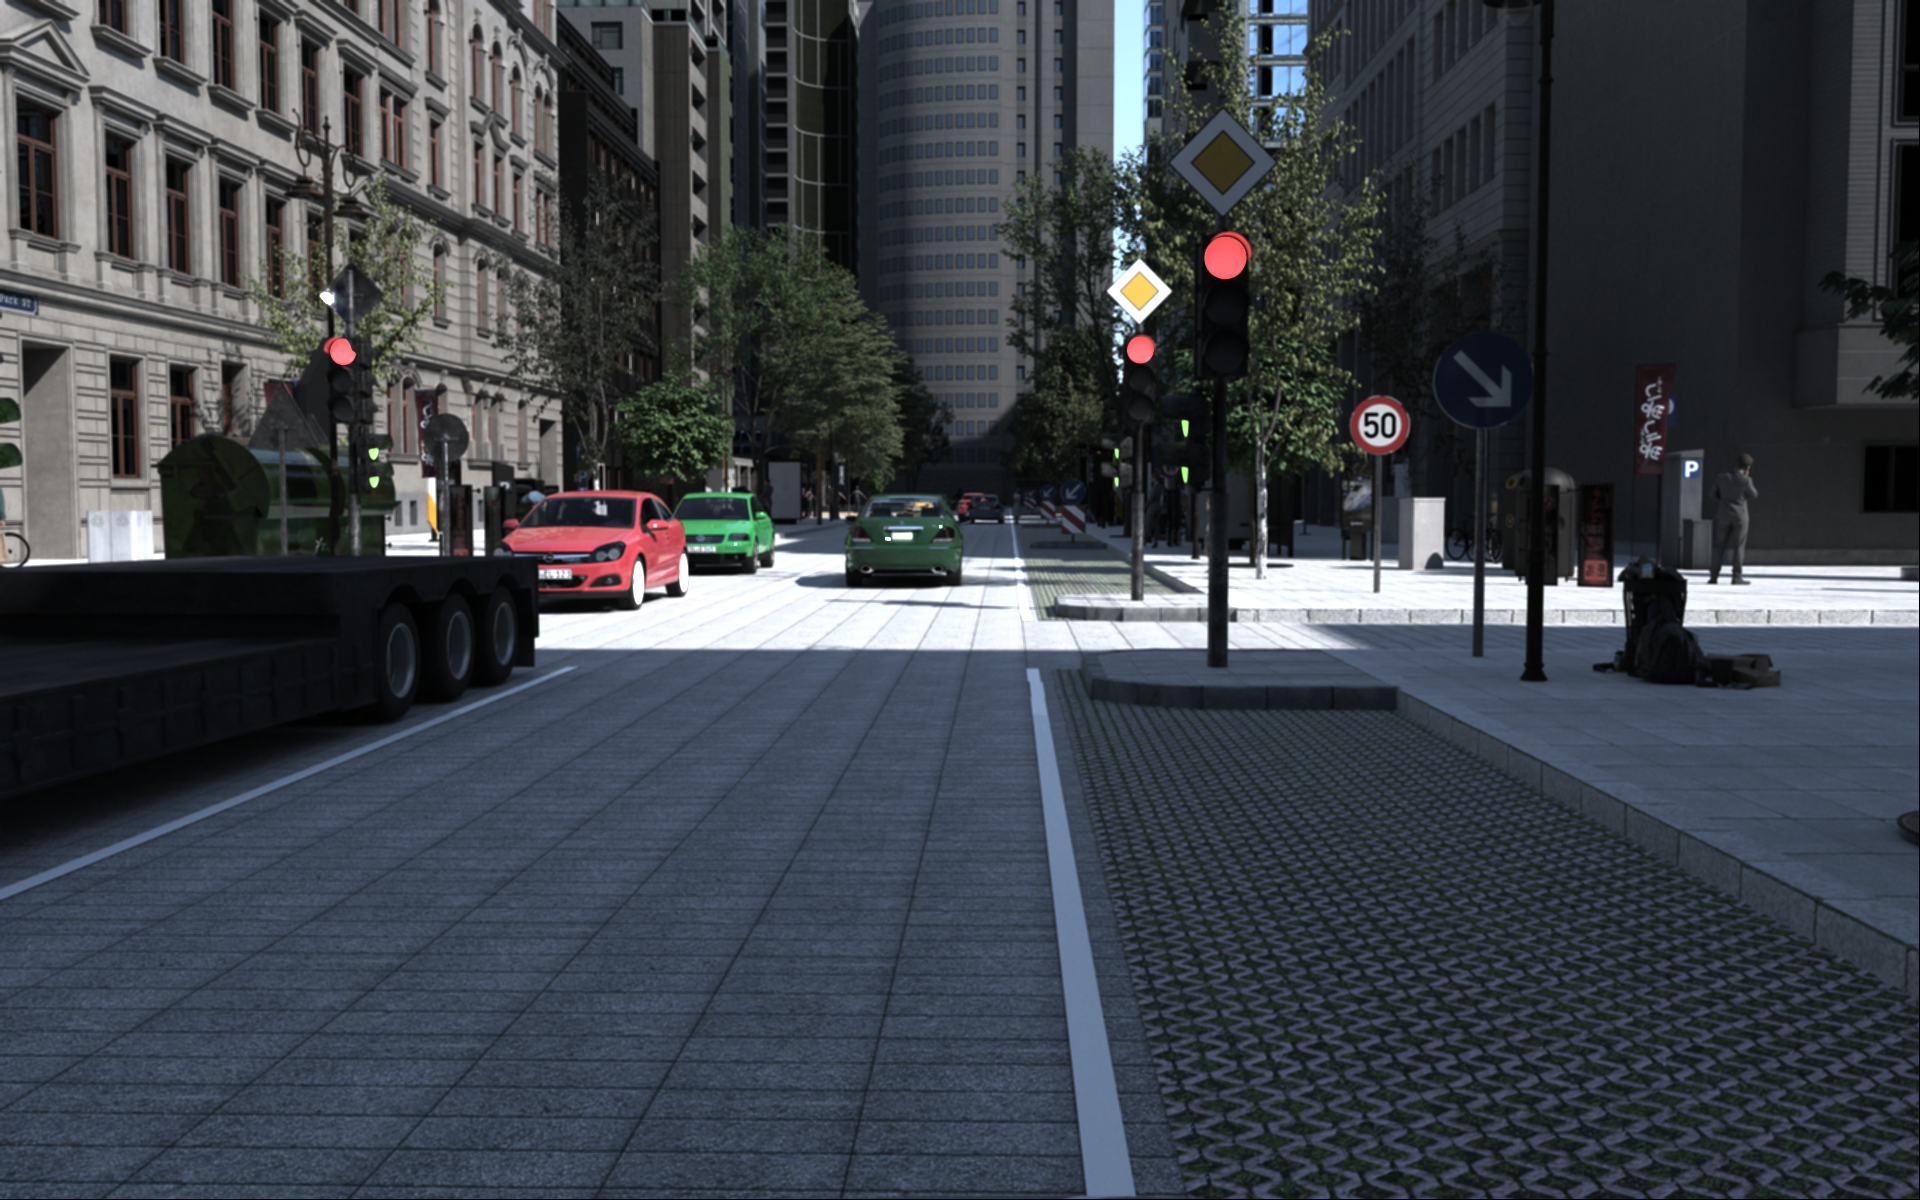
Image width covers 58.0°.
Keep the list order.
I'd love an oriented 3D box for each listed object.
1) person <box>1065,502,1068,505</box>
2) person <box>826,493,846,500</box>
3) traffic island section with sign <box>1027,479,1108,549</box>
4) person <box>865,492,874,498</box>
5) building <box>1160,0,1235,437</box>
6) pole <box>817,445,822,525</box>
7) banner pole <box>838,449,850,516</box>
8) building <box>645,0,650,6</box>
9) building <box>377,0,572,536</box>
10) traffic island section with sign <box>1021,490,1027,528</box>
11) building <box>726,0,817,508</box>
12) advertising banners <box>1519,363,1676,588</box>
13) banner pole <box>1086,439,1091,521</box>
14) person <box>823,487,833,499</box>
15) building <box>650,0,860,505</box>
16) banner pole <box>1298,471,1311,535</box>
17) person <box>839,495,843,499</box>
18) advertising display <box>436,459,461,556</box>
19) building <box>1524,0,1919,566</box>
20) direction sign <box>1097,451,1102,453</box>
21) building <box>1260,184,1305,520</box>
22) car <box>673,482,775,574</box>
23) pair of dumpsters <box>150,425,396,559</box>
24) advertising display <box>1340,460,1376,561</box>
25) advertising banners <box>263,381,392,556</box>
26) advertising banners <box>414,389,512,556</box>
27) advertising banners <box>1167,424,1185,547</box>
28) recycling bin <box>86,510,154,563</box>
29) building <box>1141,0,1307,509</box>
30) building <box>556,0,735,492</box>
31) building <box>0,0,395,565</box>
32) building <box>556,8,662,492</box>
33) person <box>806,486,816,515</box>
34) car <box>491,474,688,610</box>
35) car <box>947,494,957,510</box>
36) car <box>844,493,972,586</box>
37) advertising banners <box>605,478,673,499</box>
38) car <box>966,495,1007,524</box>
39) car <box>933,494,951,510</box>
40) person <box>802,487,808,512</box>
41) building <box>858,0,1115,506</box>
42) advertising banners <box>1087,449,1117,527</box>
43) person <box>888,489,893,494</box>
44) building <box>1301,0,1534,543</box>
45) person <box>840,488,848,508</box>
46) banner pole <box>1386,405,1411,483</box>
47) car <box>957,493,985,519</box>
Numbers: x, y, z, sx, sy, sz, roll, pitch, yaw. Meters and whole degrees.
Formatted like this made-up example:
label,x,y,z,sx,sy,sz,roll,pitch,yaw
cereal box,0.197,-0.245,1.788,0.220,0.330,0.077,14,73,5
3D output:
label,x,y,z,sx,sy,sz,roll,pitch,yaw
person,8.309,-7.753,133.607,0.445,1.727,0.742,-2,4,-30
person,-7.284,-5.808,101.709,1.217,1.736,0.721,0,4,8
traffic island section with sign,2.849,-2.265,45.661,1.989,1.847,2.006,0,4,2
person,-8.724,-9.939,168.627,1.350,1.814,0.705,1,4,18
building,31.699,-34.163,147.801,28.713,52.752,27.495,0,4,2
pole,-5.804,-4.752,71.531,0.158,3.312,0.155,0,3,0
banner pole,-6.176,-6.280,92.700,0.863,3.779,0.401,0,4,-3
building,-24.998,-41.735,120.616,20.563,71.187,20.611,0,4,2
building,-23.466,-16.845,62.801,14.401,28.519,23.554,0,4,2
traffic island section with sign,3.612,-3.972,73.564,1.989,1.847,2.006,0,4,2
building,-29.390,-51.291,151.284,31.000,86.520,22.319,0,4,2
advertising banners,8.744,-1.691,23.833,2.074,3.025,0.090,3,5,39
banner pole,5.831,-5.422,78.668,0.401,3.779,0.863,-1,4,-9
person,-8.592,-6.714,115.820,1.348,1.824,0.705,2,4,32
building,-22.551,-46.461,197.887,20.611,71.187,20.563,0,4,2
banner pole,10.961,-3.958,54.731,0.401,3.779,0.863,1,4,22
person,-9.043,-7.333,126.642,1.217,1.736,0.721,3,5,41
advertising display,-9.382,-1.626,31.797,0.123,1.923,0.974,-3,4,-37
building,28.788,-13.216,35.148,30.058,24.678,14.314,0,4,2
direction sign,7.074,-5.818,87.116,0.379,3.537,0.876,2,4,30
building,23.432,-13.420,86.871,16.820,18.784,16.811,0,4,2
car,-4.527,-1.445,32.415,1.959,1.807,4.718,0,4,0
pair of dumpsters,-8.980,-1.249,22.922,1.574,2.255,4.437,0,4,2
advertising display,7.710,-1.731,33.508,0.123,1.923,0.974,-2,4,-26
advertising banners,-9.839,-1.879,26.908,2.074,3.025,0.090,1,4,10
advertising banners,-8.243,-1.986,28.656,2.074,3.025,0.090,2,4,29
advertising banners,5.385,-2.854,42.845,0.090,3.025,2.074,1,4,19
recycling bin,-12.841,-0.853,26.499,0.722,1.027,0.722,0,4,-3
building,32.486,-54.087,196.990,31.000,86.520,22.319,0,4,2
building,-21.729,-20.351,104.436,14.160,30.474,14.107,0,4,2
building,-22.147,-12.505,40.607,11.583,22.565,21.152,0,4,2
building,-21.964,-15.481,82.790,12.332,23.373,15.834,0,4,2
person,-8.907,-5.919,103.545,0.721,1.735,1.217,1,4,20
car,-4.788,-0.837,22.723,2.155,1.783,4.494,0,4,3
car,-1.237,-8.717,152.315,2.009,1.686,4.222,0,4,2
car,-0.867,-1.012,28.352,2.131,1.459,4.920,0,3,0
advertising banners,-8.657,-3.108,47.000,2.074,3.025,0.090,-1,4,-14
car,1.274,-4.442,84.629,2.014,1.417,4.499,0,4,3
car,-1.696,-8.074,140.805,1.959,1.807,4.718,0,4,3
person,-11.037,-7.134,123.140,0.568,1.767,0.683,3,5,41
building,2.866,-40.106,197.727,28.212,58.520,21.231,0,4,2
advertising banners,5.568,-4.397,68.080,0.090,3.025,2.074,3,4,38
person,-6.755,-9.937,168.969,0.683,1.767,0.568,2,4,30
building,19.461,-17.143,57.786,11.434,29.767,29.804,0,4,2
person,-11.153,-9.706,164.719,1.348,1.826,0.705,1,4,13
banner pole,12.458,-3.611,49.057,0.863,3.779,0.401,3,4,37
car,0.838,-5.704,102.305,2.155,1.783,4.494,0,4,3
